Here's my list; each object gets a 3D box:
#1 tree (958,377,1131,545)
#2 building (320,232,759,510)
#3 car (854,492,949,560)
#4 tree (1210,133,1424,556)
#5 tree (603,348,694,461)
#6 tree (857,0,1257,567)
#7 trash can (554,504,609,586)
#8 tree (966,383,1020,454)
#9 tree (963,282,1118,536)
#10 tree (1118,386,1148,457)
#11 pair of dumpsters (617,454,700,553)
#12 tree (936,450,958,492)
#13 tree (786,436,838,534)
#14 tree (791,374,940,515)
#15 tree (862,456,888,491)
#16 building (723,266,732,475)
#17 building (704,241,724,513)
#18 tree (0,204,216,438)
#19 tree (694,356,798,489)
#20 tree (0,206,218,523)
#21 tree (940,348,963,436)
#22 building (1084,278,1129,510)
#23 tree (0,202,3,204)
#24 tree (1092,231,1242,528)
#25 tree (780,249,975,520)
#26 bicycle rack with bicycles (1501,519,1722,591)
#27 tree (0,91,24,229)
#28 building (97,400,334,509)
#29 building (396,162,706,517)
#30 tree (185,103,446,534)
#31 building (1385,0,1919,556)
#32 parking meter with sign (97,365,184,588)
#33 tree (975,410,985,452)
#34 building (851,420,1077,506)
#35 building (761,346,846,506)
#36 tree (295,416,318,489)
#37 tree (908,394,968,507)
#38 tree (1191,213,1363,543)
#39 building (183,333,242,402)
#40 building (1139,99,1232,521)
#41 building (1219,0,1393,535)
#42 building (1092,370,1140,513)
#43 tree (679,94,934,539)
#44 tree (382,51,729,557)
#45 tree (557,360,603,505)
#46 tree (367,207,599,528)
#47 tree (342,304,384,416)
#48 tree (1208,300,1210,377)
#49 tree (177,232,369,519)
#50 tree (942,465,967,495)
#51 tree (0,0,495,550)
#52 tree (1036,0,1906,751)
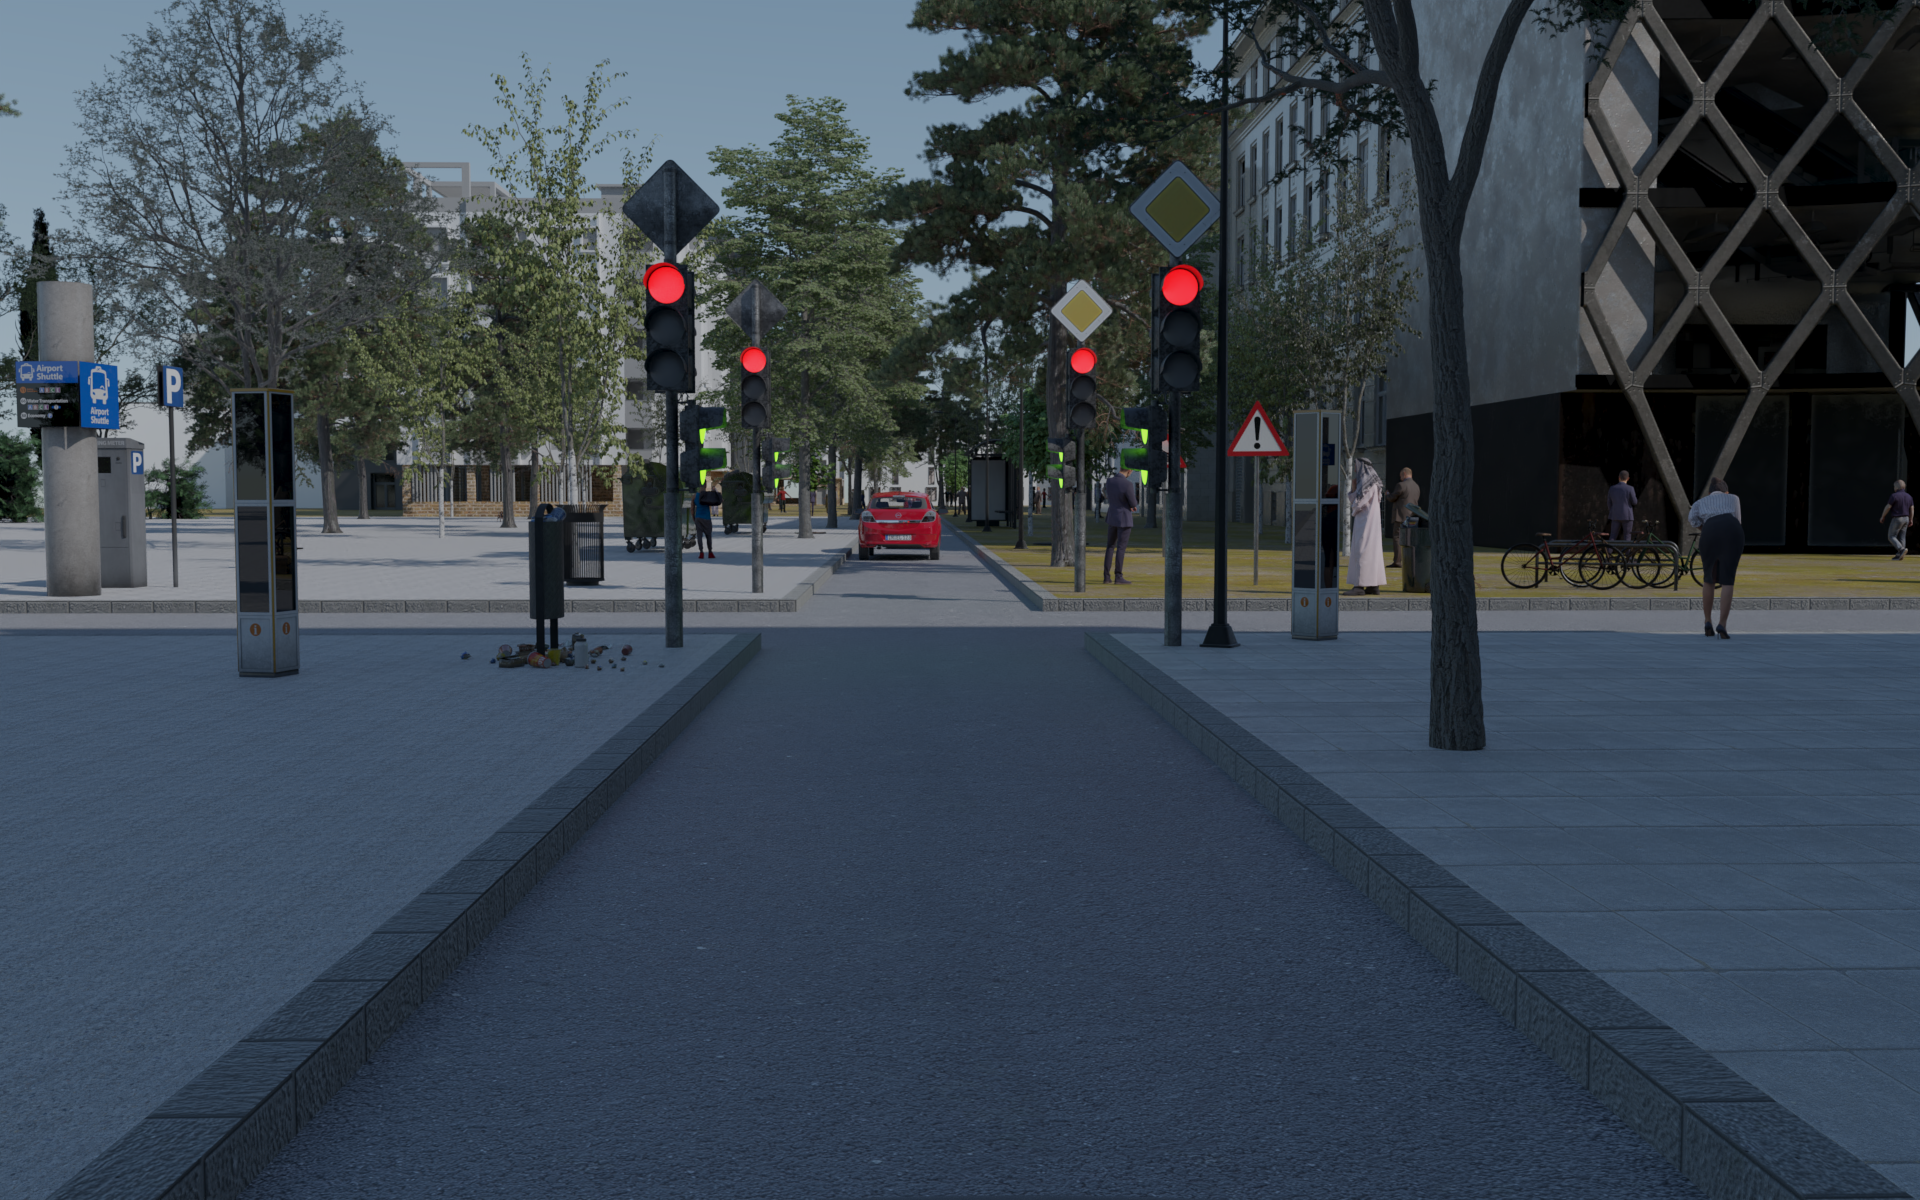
[{"bbox_3d":[2.593,-3.678,43.854,4.285,4.588,4.351,0,3,0],"label":"tree"},{"bbox_3d":[-34.419,-18.591,147.940,32.646,21.610,27.936,0,4,-2],"label":"building"},{"bbox_3d":[-1.335,-1.838,39.097,2.155,1.783,4.494,0,4,-1],"label":"car"},{"bbox_3d":[7.890,-5.217,35.660,4.360,8.622,3.978,0,3,0],"label":"tree"},{"bbox_3d":[-14.037,-8.132,83.322,4.360,8.622,3.978,0,3,0],"label":"tree"},{"bbox_3d":[1.743,-6.627,30.402,6.751,12.117,7.091,0,3,0],"label":"tree"},{"bbox_3d":[-5.315,-0.777,24.358,0.748,1.137,0.748,0,3,0],"label":"trash can"},{"bbox_3d":[2.456,-8.848,95.024,4.737,8.622,4.395,0,3,0],"label":"tree"},{"bbox_3d":[2.389,-6.252,52.575,4.360,8.622,3.978,0,3,0],"label":"tree"},{"bbox_3d":[6.374,-7.759,77.224,4.360,8.622,3.978,0,3,0],"label":"tree"},{"bbox_3d":[-6.835,-2.280,39.775,1.574,2.255,4.436,0,4,-1],"label":"pair of dumpsters"},{"bbox_3d":[-0.048,-8.537,123.300,4.285,4.588,4.351,0,3,0],"label":"tree"},{"bbox_3d":[-4.717,-3.756,56.008,1.663,3.219,1.824,0,3,0],"label":"tree"},{"bbox_3d":[-6.817,-11.969,106.058,12.009,13.543,11.850,0,3,0],"label":"tree"},{"bbox_3d":[-8.828,-13.562,172.108,4.360,8.622,3.978,0,3,0],"label":"tree"},{"bbox_3d":[-24.966,-16.577,127.461,16.016,20.091,11.380,0,4,-2],"label":"building"},{"bbox_3d":[-24.713,-15.883,116.105,16.016,20.091,11.380,0,4,-2],"label":"building"},{"bbox_3d":[-29.628,-7.688,60.108,8.767,10.594,7.601,1,4,8],"label":"tree"},{"bbox_3d":[-9.189,-7.638,75.249,4.360,8.622,3.978,0,3,0],"label":"tree"},{"bbox_3d":[-44.780,-11.068,82.790,13.155,14.587,18.604,0,4,3],"label":"tree"},{"bbox_3d":[1.178,-7.633,75.158,4.360,8.622,3.978,0,3,0],"label":"tree"},{"bbox_3d":[23.983,-18.536,147.040,27.936,21.610,32.646,0,4,-2],"label":"building"},{"bbox_3d":[-29.539,-7.190,51.967,8.767,10.594,7.601,0,4,7],"label":"tree"},{"bbox_3d":[7.183,-9.037,65.876,7.486,12.596,7.792,0,3,0],"label":"tree"},{"bbox_3d":[-4.877,-10.933,86.180,7.806,13.903,7.818,0,3,0],"label":"tree"},{"bbox_3d":[9.107,-0.642,23.880,2.925,0.926,2.852,2,4,24],"label":"bicycle rack with bicycles"},{"bbox_3d":[-18.962,-6.448,27.488,6.751,12.117,7.091,0,3,0],"label":"tree"},{"bbox_3d":[-65.057,-13.165,157.402,28.070,9.664,9.099,0,4,-2],"label":"building"},{"bbox_3d":[-24.188,-15.127,103.742,16.016,20.091,11.380,0,4,-2],"label":"building"},{"bbox_3d":[-20.779,-9.113,56.415,7.806,13.903,7.818,0,3,0],"label":"tree"},{"bbox_3d":[21.013,-10.674,41.978,16.811,18.784,16.820,0,4,-2],"label":"building"},{"bbox_3d":[-11.611,-1.682,23.765,1.738,3.016,0.543,0,4,2],"label":"parking meter with sign"},{"bbox_3d":[-1.714,-14.786,149.173,7.806,13.903,7.818,0,3,0],"label":"tree"},{"bbox_3d":[1.664,-15.601,197.218,28.070,9.664,9.099,0,4,-2],"label":"building"},{"bbox_3d":[-19.085,-21.005,199.854,11.380,20.091,16.016,0,4,-2],"label":"building"},{"bbox_3d":[-30.286,-7.832,78.416,4.360,8.622,3.978,0,3,0],"label":"tree"},{"bbox_3d":[-2.129,-15.087,172.434,9.928,11.665,9.643,0,3,0],"label":"tree"},{"bbox_3d":[8.296,-5.773,44.745,4.737,8.622,4.395,0,3,0],"label":"tree"},{"bbox_3d":[-69.715,-20.336,198.954,31.486,18.905,16.747,0,4,-2],"label":"building"},{"bbox_3d":[15.608,-14.353,89.418,10.420,20.320,16.860,0,4,-2],"label":"building"},{"bbox_3d":[20.078,-14.224,65.846,16.112,22.955,30.059,0,4,-2],"label":"building"},{"bbox_3d":[14.804,-10.684,116.824,9.099,9.664,28.070,0,4,-2],"label":"building"},{"bbox_3d":[-4.319,-8.028,49.384,7.486,12.596,7.792,0,3,0],"label":"tree"},{"bbox_3d":[-6.418,-4.842,29.537,4.737,8.622,4.395,0,3,0],"label":"tree"},{"bbox_3d":[-20.931,-8.758,93.562,4.360,8.622,3.978,0,3,0],"label":"tree"},{"bbox_3d":[-17.211,-8.771,65.455,6.751,12.117,7.091,0,3,0],"label":"tree"},{"bbox_3d":[-15.356,-6.111,50.285,4.737,8.622,4.395,0,3,0],"label":"tree"},{"bbox_3d":[9.442,-6.141,50.776,4.360,8.622,3.978,0,3,0],"label":"tree"},{"bbox_3d":[-28.206,-8.998,69.166,6.751,12.117,7.091,0,3,0],"label":"tree"},{"bbox_3d":[-0.459,-7.387,115.371,1.663,3.219,1.824,0,3,0],"label":"tree"},{"bbox_3d":[-15.948,-7.900,39.542,12.009,13.543,11.850,0,3,0],"label":"tree"},{"bbox_3d":[2.674,-4.548,8.775,8.767,10.594,7.601,1,4,22],"label":"tree"}]
